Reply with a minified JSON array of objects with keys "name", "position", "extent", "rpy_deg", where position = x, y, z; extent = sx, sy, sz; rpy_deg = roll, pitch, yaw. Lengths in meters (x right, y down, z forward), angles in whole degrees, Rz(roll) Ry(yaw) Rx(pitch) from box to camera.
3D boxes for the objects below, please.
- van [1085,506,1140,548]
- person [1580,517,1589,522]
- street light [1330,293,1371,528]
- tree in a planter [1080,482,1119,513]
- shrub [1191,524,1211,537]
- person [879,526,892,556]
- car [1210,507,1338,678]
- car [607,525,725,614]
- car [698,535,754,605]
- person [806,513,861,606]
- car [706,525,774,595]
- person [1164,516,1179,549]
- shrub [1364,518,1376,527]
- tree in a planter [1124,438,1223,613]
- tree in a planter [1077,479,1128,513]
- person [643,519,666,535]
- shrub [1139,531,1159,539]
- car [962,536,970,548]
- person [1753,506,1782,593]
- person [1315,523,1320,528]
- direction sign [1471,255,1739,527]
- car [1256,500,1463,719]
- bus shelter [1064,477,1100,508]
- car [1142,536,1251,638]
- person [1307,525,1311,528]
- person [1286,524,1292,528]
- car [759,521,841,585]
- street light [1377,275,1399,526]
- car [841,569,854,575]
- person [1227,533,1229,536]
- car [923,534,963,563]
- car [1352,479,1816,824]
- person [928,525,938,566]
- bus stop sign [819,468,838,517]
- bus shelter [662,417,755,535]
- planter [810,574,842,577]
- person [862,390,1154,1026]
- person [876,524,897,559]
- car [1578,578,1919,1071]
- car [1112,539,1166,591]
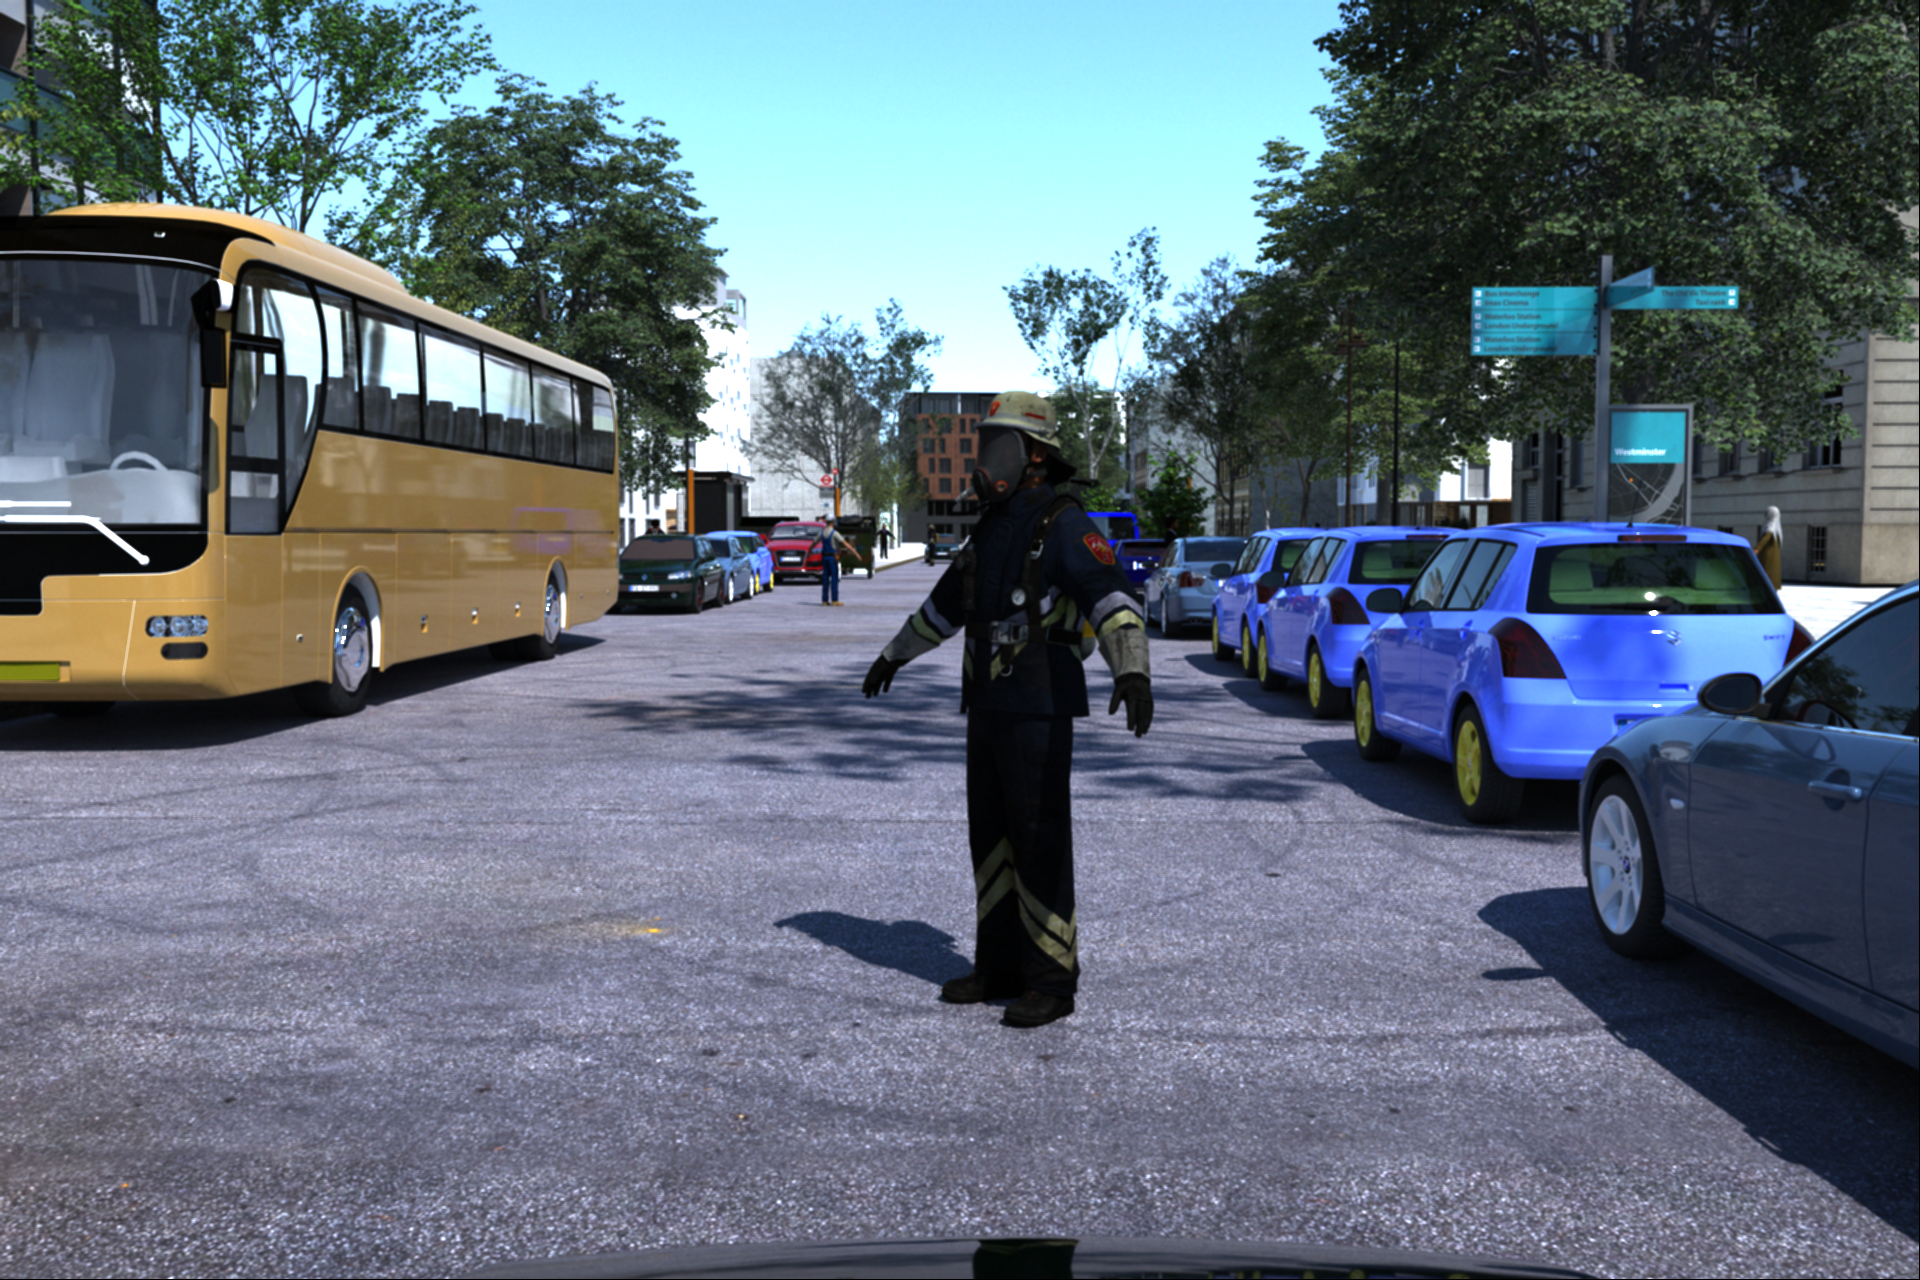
[{"name":"van","position":[4.241,-2.871,51.330],"extent":[2.240,2.365,5.245],"rpy_deg":[0,4,2]},{"name":"person","position":[17.666,-2.595,48.885],"extent":[1.216,1.778,0.721],"rpy_deg":[3,5,43]},{"name":"street light","position":[7.494,-3.706,33.389],"extent":[0.468,5.910,1.993],"rpy_deg":[0,4,1]},{"name":"tree in a planter","position":[4.608,-3.811,59.525],"extent":[1.991,3.239,1.994],"rpy_deg":[0,4,1]},{"name":"shrub","position":[8.580,-3.740,65.184],"extent":[1.661,2.075,1.752],"rpy_deg":[0,3,0]},{"name":"person","position":[-4.492,-5.811,100.984],"extent":[1.349,1.833,0.705],"rpy_deg":[2,4,29]},{"name":"car","position":[3.700,-0.547,18.536],"extent":[1.945,1.707,3.694],"rpy_deg":[0,4,1]},{"name":"car","position":[-5.502,-1.384,32.412],"extent":[2.009,1.686,4.222],"rpy_deg":[0,4,1]},{"name":"car","position":[-5.467,-1.516,36.781],"extent":[2.014,1.417,4.499],"rpy_deg":[0,4,2]},{"name":"person","position":[-2.570,-1.608,34.605],"extent":[1.347,1.847,0.705],"rpy_deg":[2,4,33]},{"name":"car","position":[-5.515,-1.955,41.559],"extent":[1.945,1.707,3.694],"rpy_deg":[0,4,2]},{"name":"person","position":[3.663,-1.230,29.281],"extent":[0.721,1.740,1.216],"rpy_deg":[0,4,2]},{"name":"shrub","position":[19.537,-4.741,81.933],"extent":[1.690,2.028,1.600],"rpy_deg":[0,3,0]},{"name":"tree in a planter","position":[3.952,-2.145,32.294],"extent":[1.991,3.239,1.994],"rpy_deg":[0,4,1]},{"name":"tree in a planter","position":[4.550,-3.590,55.913],"extent":[1.991,3.239,1.994],"rpy_deg":[0,4,1]},{"name":"person","position":[-11.130,-3.490,63.207],"extent":[1.345,1.843,0.704],"rpy_deg":[-1,4,-13]},{"name":"shrub","position":[7.942,-3.974,69.017],"extent":[1.661,2.075,1.752],"rpy_deg":[0,3,0]},{"name":"car","position":[1.062,-4.988,93.911],"extent":[2.083,1.381,4.827],"rpy_deg":[0,4,1]},{"name":"person","position":[13.286,-1.334,28.591],"extent":[0.721,1.736,1.217],"rpy_deg":[3,4,38]},{"name":"person","position":[17.029,-4.680,82.709],"extent":[0.705,1.806,1.347],"rpy_deg":[3,4,37]},{"name":"direction sign","position":[6.174,-1.677,16.173],"extent":[2.525,3.948,1.411],"rpy_deg":[0,4,2]},{"name":"car","position":[3.585,-0.315,14.739],"extent":[1.945,1.707,3.694],"rpy_deg":[0,3,0]},{"name":"bus shelter","position":[4.973,-4.975,72.621],"extent":[1.731,3.624,6.357],"rpy_deg":[0,4,2]},{"name":"car","position":[3.696,-0.806,25.183],"extent":[2.014,1.417,4.499],"rpy_deg":[0,4,1]},{"name":"person","position":[19.979,-5.700,99.326],"extent":[0.704,1.817,1.347],"rpy_deg":[-1,4,-17]},{"name":"person","position":[18.522,-5.614,97.560],"extent":[0.705,1.858,1.354],"rpy_deg":[3,5,40]},{"name":"car","position":[-4.617,-2.542,50.243],"extent":[2.281,1.827,5.304],"rpy_deg":[0,4,1]},{"name":"street light","position":[8.202,-3.538,30.393],"extent":[1.470,5.913,1.316],"rpy_deg":[0,4,1]},{"name":"car","position":[-4.748,-3.151,61.747],"extent":[2.015,1.641,3.980],"rpy_deg":[0,4,1]},{"name":"person","position":[14.385,-5.271,92.314],"extent":[0.704,1.812,1.346],"rpy_deg":[-1,4,-11]},{"name":"car","position":[-0.836,-4.664,86.049],"extent":[2.009,1.686,4.222],"rpy_deg":[0,4,1]},{"name":"car","position":[3.366,-0.016,9.858],"extent":[1.945,1.707,3.694],"rpy_deg":[0,4,1]},{"name":"person","position":[-1.296,-4.227,77.355],"extent":[0.705,1.856,1.354],"rpy_deg":[0,4,-1]},{"name":"bus stop sign","position":[-5.283,-4.994,70.353],"extent":[0.855,3.939,0.416],"rpy_deg":[0,4,2]},{"name":"bus shelter","position":[-8.656,-4.992,59.247],"extent":[2.179,5.291,8.768],"rpy_deg":[0,4,1]},{"name":"planter","position":[-5.043,-2.291,58.599],"extent":[1.991,0.319,1.994],"rpy_deg":[0,4,1]},{"name":"person","position":[0.159,0.187,5.185],"extent":[0.705,1.856,1.354],"rpy_deg":[-2,4,-35]},{"name":"person","position":[-3.912,-5.085,89.364],"extent":[1.346,1.802,0.704],"rpy_deg":[-1,4,-15]},{"name":"car","position":[3.084,0.466,4.389],"extent":[2.014,1.417,4.499],"rpy_deg":[0,3,0]},{"name":"car","position":[4.005,-1.561,38.101],"extent":[1.945,1.354,3.894],"rpy_deg":[0,4,1]}]
